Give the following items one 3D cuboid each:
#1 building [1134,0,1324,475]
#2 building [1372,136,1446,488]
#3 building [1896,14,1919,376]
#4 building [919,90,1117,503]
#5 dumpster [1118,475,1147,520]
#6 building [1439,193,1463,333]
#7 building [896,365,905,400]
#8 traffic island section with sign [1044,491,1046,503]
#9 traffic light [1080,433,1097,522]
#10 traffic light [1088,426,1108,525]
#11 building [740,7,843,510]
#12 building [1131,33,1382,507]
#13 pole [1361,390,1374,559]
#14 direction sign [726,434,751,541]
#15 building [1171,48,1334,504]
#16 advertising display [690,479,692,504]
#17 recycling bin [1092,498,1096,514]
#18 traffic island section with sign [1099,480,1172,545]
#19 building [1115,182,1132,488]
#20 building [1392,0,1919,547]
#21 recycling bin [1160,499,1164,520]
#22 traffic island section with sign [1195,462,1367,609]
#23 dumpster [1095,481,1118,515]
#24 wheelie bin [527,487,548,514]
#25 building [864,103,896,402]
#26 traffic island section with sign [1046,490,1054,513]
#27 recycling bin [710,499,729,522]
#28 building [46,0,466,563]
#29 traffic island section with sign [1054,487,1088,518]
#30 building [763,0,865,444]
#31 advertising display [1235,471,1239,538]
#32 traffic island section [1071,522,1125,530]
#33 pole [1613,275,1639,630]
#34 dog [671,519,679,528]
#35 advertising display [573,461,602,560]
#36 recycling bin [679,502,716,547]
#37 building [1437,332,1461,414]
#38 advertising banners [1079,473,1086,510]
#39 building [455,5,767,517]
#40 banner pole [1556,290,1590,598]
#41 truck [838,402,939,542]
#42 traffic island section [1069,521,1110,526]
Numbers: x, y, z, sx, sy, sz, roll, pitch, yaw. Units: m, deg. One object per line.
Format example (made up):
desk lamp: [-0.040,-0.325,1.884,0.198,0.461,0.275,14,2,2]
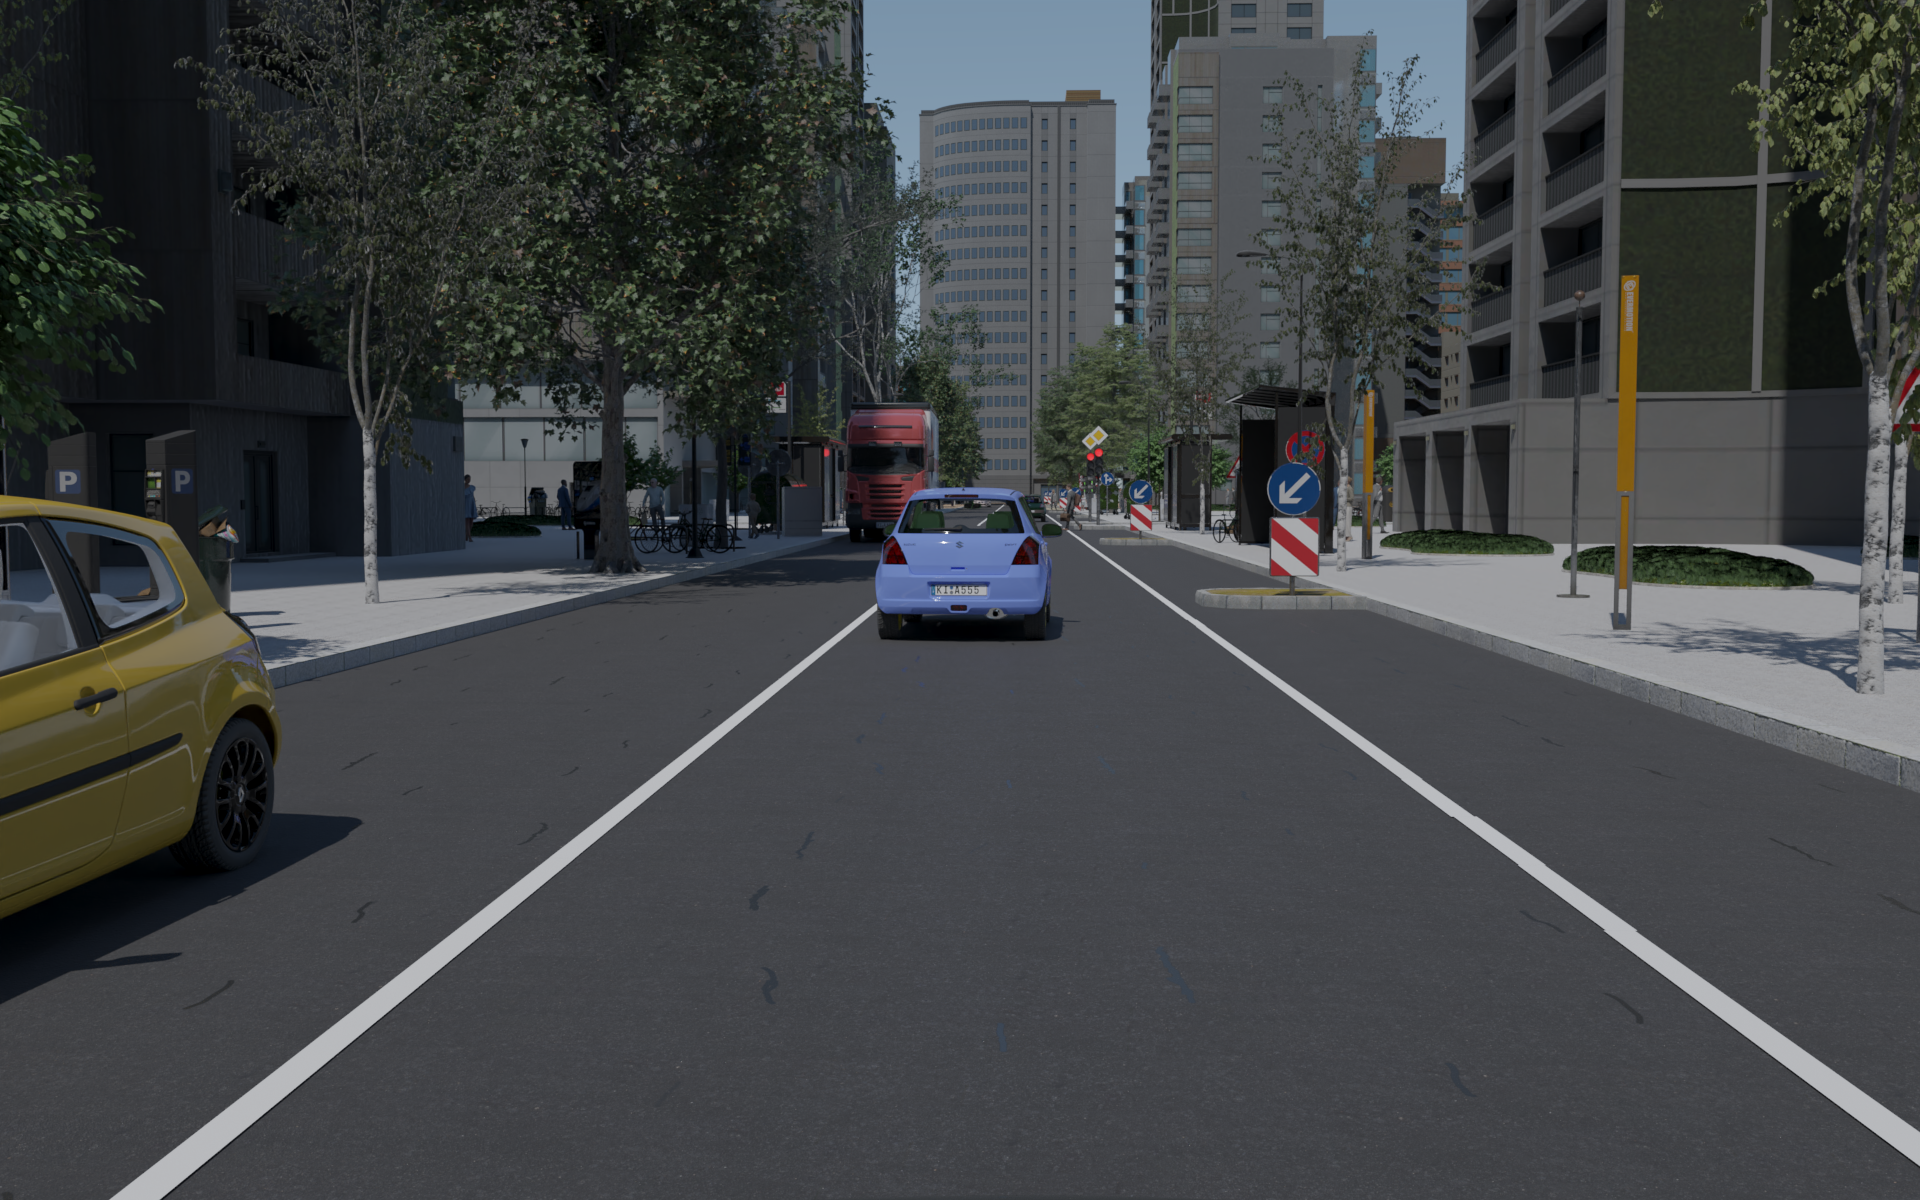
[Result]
building: [31.779,-47.205,210.055,20.563,71.187,20.611,0,4,2]
building: [50.584,-34.447,213.324,14.200,45.320,14.600,0,4,2]
building: [21.695,-22.585,19.375,14.600,45.320,14.200,0,4,2]
building: [8.293,-43.666,255.943,28.212,58.520,21.231,0,4,2]
dumpster: [8.922,-5.198,87.475,1.502,2.255,1.985,0,4,2]
building: [68.232,-36.697,254.616,28.867,44.769,22.147,0,4,2]
building: [-20.420,-25.486,261.727,28.899,21.520,27.650,0,4,2]
traffic island section with sign: [9.374,-10.549,181.100,1.989,1.847,2.006,0,4,2]
traffic light: [5.944,-5.527,79.289,0.839,4.253,0.868,0,4,2]
traffic light: [5.679,-5.039,71.309,0.839,4.253,0.868,0,4,2]
building: [-17.475,-28.109,143.173,14.154,41.232,14.086,0,4,2]
building: [31.627,-34.595,185.234,23.786,49.044,30.456,0,4,2]
pole: [8.025,-2.460,34.066,0.158,3.312,0.155,0,3,0]
direction sign: [-6.184,-3.403,47.629,0.876,3.537,0.379,0,4,0]
building: [26.803,-29.314,162.875,14.154,41.232,14.086,0,4,2]
advertising display: [-11.191,-4.107,72.358,0.123,1.923,0.974,0,4,-5]
recycling bin: [8.805,-6.082,111.991,0.722,1.027,0.722,0,4,-3]
traffic island section with sign: [5.001,-2.495,49.419,1.989,1.847,2.006,0,4,2]
building: [37.891,-38.959,256.583,30.456,49.044,23.786,0,4,2]
building: [24.668,-37.205,46.559,20.563,71.187,20.611,0,4,2]
recycling bin: [10.201,-4.466,85.570,0.722,1.027,0.722,1,4,15]
traffic island section with sign: [4.103,-0.847,22.479,1.989,1.847,2.006,0,4,2]
dumpster: [9.140,-6.384,106.874,1.502,2.255,1.985,0,4,2]
wheelie bin: [-19.489,-4.414,80.072,0.980,1.594,0.693,-3,5,-44]
building: [-19.069,-35.984,212.047,21.600,48.544,21.300,0,4,2]
traffic island section with sign: [7.723,-7.501,131.263,1.989,1.847,2.006,0,4,2]
recycling bin: [-11.245,-4.182,80.937,0.722,1.027,0.722,1,4,14]
building: [-18.740,-15.966,32.738,14.160,30.474,14.107,0,4,2]
traffic island section with sign: [6.809,-5.832,103.987,1.989,1.847,2.006,0,4,2]
building: [-18.805,-45.883,188.445,20.563,71.187,20.611,0,4,2]
advertising display: [7.824,-2.663,48.749,0.123,1.923,0.974,0,4,7]
traffic island section: [5.718,-3.006,71.421,2.009,0.180,2.903,0,4,2]
pole: [6.272,-1.374,16.306,0.158,3.312,0.155,0,3,0]
dog: [-10.491,-2.848,64.299,0.550,0.427,0.748,-2,4,-25]
advertising display: [-7.219,-1.754,33.888,0.974,1.923,0.123,3,5,41]
recycling bin: [-6.489,-1.840,42.630,0.722,1.027,0.722,0,4,4]
building: [71.908,-22.132,206.903,28.899,21.520,27.650,0,4,2]
advertising banners: [10.417,-8.852,140.920,0.090,3.025,2.074,-3,5,-45]
building: [-26.961,-31.638,106.516,28.713,52.752,27.495,0,4,2]
banner pole: [7.537,-1.907,21.189,0.401,3.779,0.863,1,4,21]
truck: [-2.079,-4.059,55.286,2.839,4.237,11.283,0,4,1]
traffic island section: [5.984,-3.494,79.402,2.009,0.180,2.903,0,4,2]
